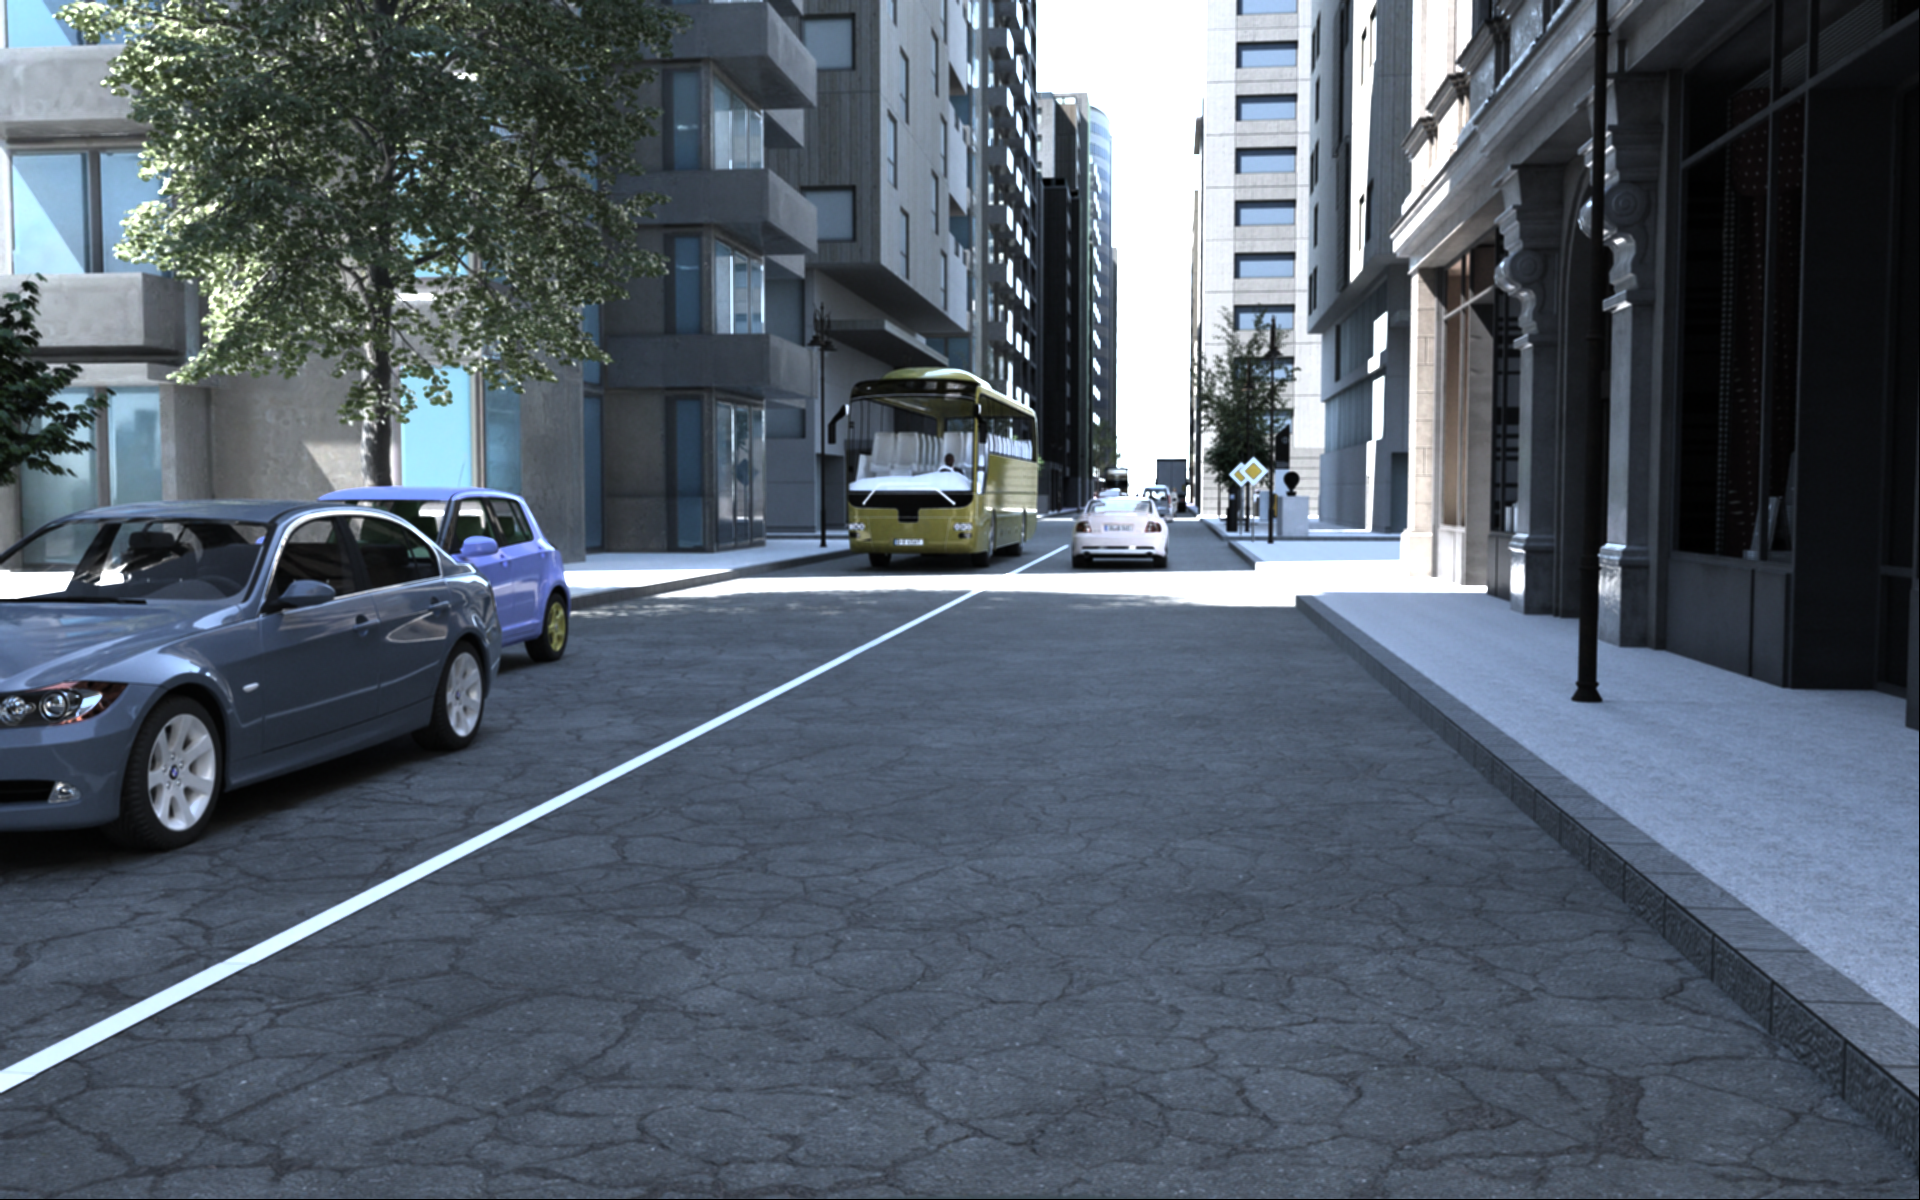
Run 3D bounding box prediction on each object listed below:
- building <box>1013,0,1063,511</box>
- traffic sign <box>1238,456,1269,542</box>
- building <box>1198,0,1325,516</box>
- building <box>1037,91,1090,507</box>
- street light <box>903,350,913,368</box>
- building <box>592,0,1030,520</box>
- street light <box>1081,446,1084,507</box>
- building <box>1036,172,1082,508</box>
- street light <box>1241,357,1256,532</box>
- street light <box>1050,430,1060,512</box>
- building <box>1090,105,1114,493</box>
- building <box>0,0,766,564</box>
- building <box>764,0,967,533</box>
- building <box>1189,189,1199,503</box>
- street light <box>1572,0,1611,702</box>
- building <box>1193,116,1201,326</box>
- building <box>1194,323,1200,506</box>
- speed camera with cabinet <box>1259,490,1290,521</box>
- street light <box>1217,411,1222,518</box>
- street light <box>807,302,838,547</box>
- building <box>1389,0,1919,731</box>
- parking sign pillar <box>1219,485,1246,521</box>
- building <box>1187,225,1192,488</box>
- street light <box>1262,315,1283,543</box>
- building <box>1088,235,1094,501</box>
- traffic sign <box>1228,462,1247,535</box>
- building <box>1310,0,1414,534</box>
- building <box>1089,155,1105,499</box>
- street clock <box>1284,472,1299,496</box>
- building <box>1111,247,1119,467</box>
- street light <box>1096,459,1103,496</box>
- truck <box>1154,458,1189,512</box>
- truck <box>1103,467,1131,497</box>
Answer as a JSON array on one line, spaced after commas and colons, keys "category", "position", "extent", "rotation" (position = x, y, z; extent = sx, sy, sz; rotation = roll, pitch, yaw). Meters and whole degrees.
[{"category": "building", "position": [-2.084, -42.918, 139.958], "extent": [20.563, 71.187, 20.611], "rotation": [0, 4, 7]}, {"category": "traffic sign", "position": [7.794, -2.593, 46.041], "extent": [0.795, 2.450, 0.064], "rotation": [0, 4, 7]}, {"category": "building", "position": [26.278, -34.885, 112.369], "extent": [21.231, 58.520, 28.212], "rotation": [0, 4, 7]}, {"category": "building", "position": [5.505, -29.859, 171.781], "extent": [14.154, 41.232, 14.086], "rotation": [0, 4, 7]}, {"category": "street light", "position": [-1.659, -5.054, 55.422], "extent": [0.468, 5.910, 1.993], "rotation": [0, 4, 7]}, {"category": "building", "position": [-7.214, -30.152, 112.594], "extent": [23.786, 49.044, 30.456], "rotation": [0, 4, 7]}, {"category": "street light", "position": [11.701, -11.800, 165.715], "extent": [0.468, 5.910, 1.993], "rotation": [0, 4, 7]}, {"category": "building", "position": [3.733, -23.636, 158.150], "extent": [14.160, 30.474, 14.107], "rotation": [0, 4, 7]}, {"category": "street light", "position": [9.741, -5.249, 58.605], "extent": [0.468, 5.910, 1.993], "rotation": [0, 4, 7]}, {"category": "street light", "position": [6.718, -9.293, 124.735], "extent": [0.468, 5.910, 1.993], "rotation": [0, 4, 7]}, {"category": "building", "position": [11.667, -43.794, 258.029], "extent": [21.231, 58.520, 28.212], "rotation": [0, 4, 7]}, {"category": "building", "position": [-19.138, -25.582, 37.880], "extent": [30.456, 49.044, 23.786], "rotation": [0, 4, 7]}, {"category": "building", "position": [-14.274, -29.327, 68.741], "extent": [28.713, 52.752, 27.495], "rotation": [0, 4, 7]}, {"category": "building", "position": [45.368, -38.865, 259.136], "extent": [21.300, 48.544, 21.600], "rotation": [0, 4, 7]}, {"category": "street light", "position": [3.891, -2.311, 10.571], "extent": [0.468, 5.910, 1.993], "rotation": [0, 4, 7]}, {"category": "building", "position": [45.904, -39.437, 234.037], "extent": [28.713, 52.752, 27.495], "rotation": [0, 4, 7]}, {"category": "building", "position": [39.626, -20.992, 188.253], "extent": [27.650, 21.520, 28.899], "rotation": [0, 4, 7]}, {"category": "speed camera with cabinet", "position": [15.182, -5.424, 83.024], "extent": [2.038, 3.252, 0.660], "rotation": [-3, 5, -44]}, {"category": "street light", "position": [13.983, -7.371, 93.310], "extent": [0.468, 5.910, 1.993], "rotation": [0, 4, 7]}, {"category": "street light", "position": [-3.317, -4.225, 41.861], "extent": [0.468, 5.910, 1.993], "rotation": [0, 4, 7]}, {"category": "building", "position": [11.191, -10.639, 24.858], "extent": [10.553, 20.767, 40.483], "rotation": [0, 4, 7]}, {"category": "parking sign pillar", "position": [12.978, -5.699, 81.644], "extent": [1.447, 3.967, 1.447], "rotation": [1, 4, 18]}, {"category": "building", "position": [43.870, -38.430, 278.435], "extent": [14.600, 45.320, 14.200], "rotation": [0, 4, 7]}, {"category": "street light", "position": [8.077, -4.408, 44.856], "extent": [0.468, 5.910, 1.993], "rotation": [0, 4, 7]}, {"category": "building", "position": [7.056, -25.345, 186.095], "extent": [14.160, 30.474, 14.107], "rotation": [0, 4, 7]}, {"category": "traffic sign", "position": [8.756, -3.078, 53.968], "extent": [0.795, 2.450, 0.064], "rotation": [0, 4, 7]}, {"category": "building", "position": [27.240, -29.033, 63.929], "extent": [27.495, 52.752, 28.713], "rotation": [0, 4, 7]}, {"category": "building", "position": [6.962, -37.250, 228.644], "extent": [23.786, 49.044, 30.456], "rotation": [0, 4, 7]}, {"category": "street clock", "position": [10.744, -3.156, 56.165], "extent": [0.471, 2.002, 0.358], "rotation": [0, 4, 0]}, {"category": "building", "position": [18.184, -36.421, 279.074], "extent": [14.154, 41.232, 14.086], "rotation": [0, 4, 7]}, {"category": "street light", "position": [15.914, -13.897, 199.997], "extent": [0.468, 5.910, 1.993], "rotation": [0, 4, 7]}, {"category": "truck", "position": [17.116, -9.253, 140.198], "extent": [2.839, 4.237, 11.283], "rotation": [0, 4, 7]}, {"category": "truck", "position": [16.680, -11.925, 183.889], "extent": [2.839, 4.237, 11.283], "rotation": [0, 4, 5]}]
